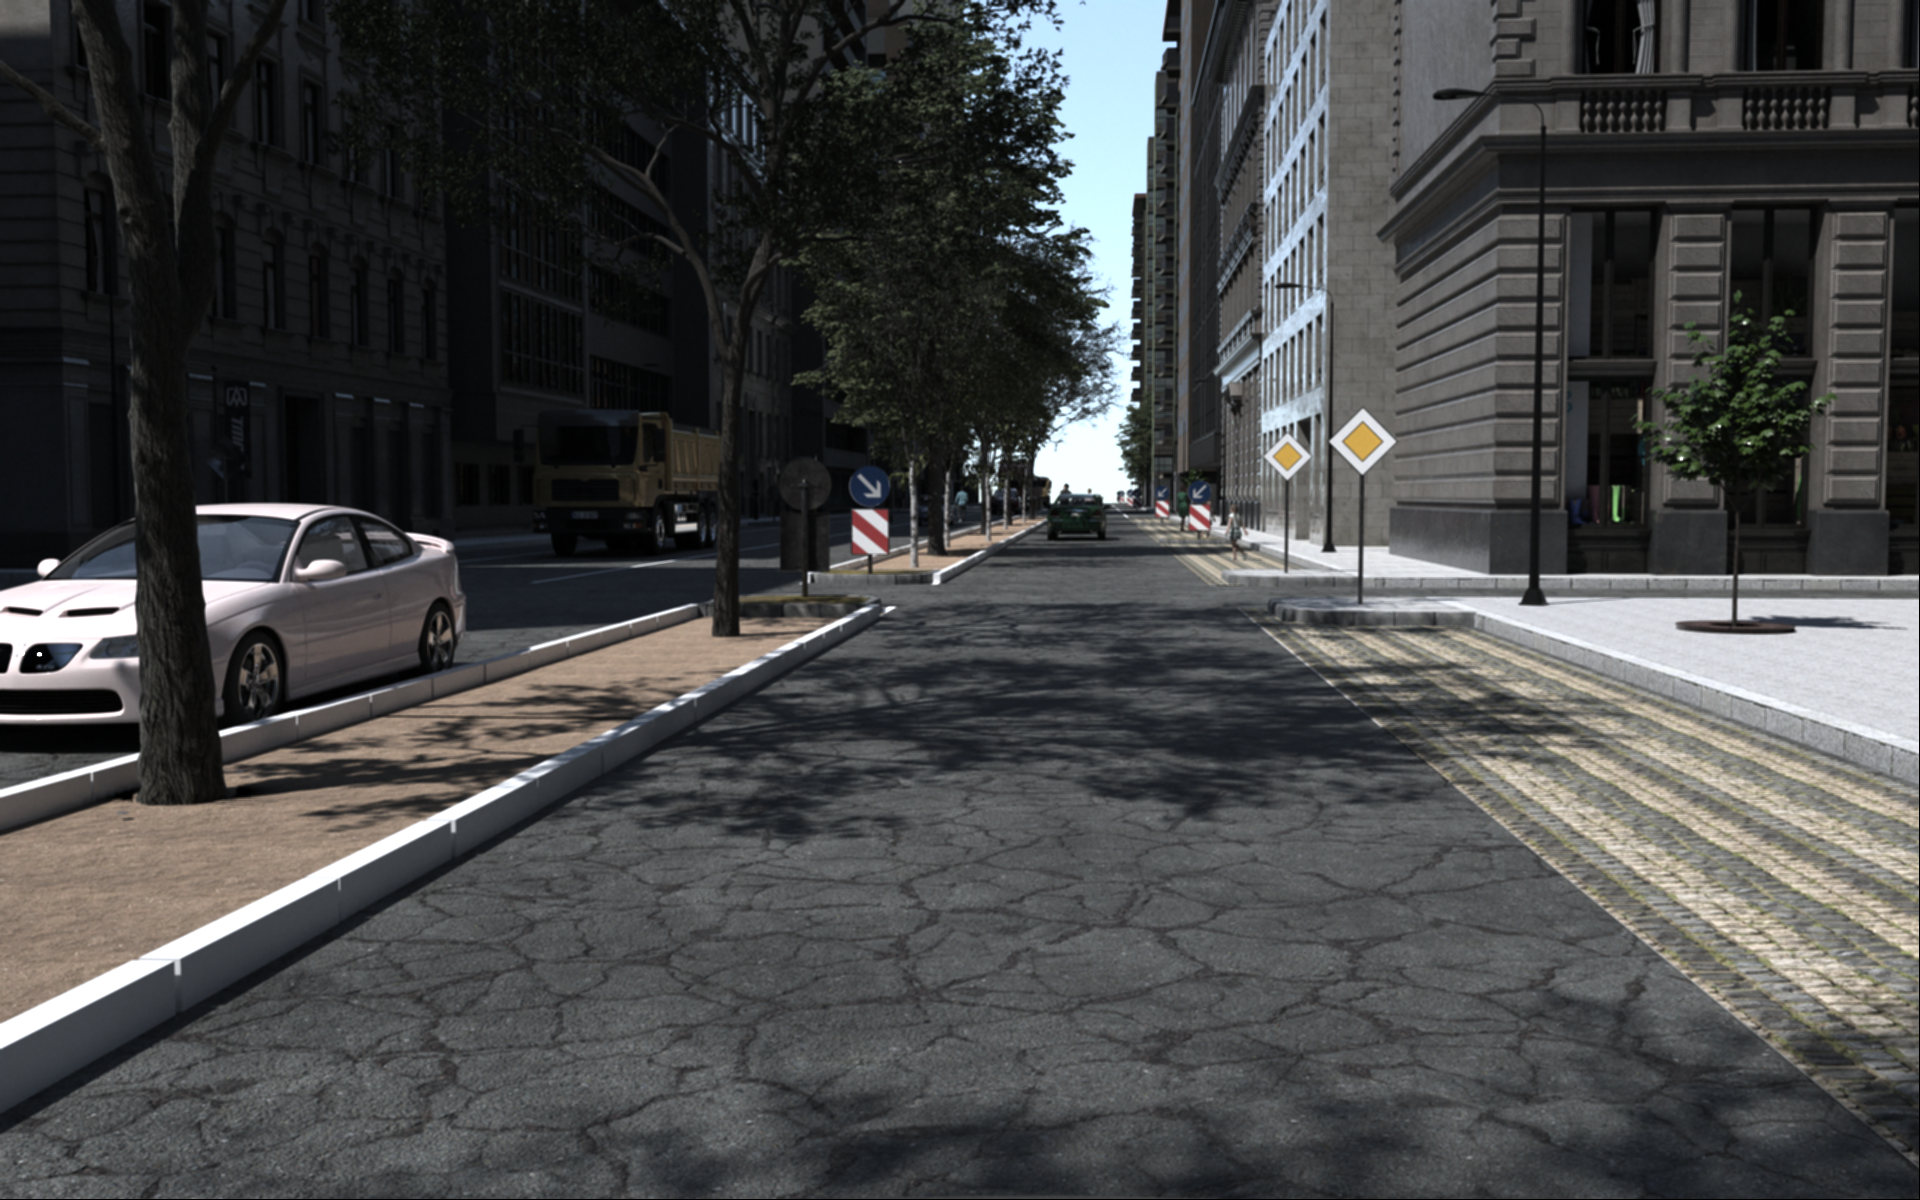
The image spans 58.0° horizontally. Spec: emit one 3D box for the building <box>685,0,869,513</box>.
[{"bbox_3d":[-18.101,-30.075,115.424,21.300,48.544,21.600,0,4,5],"label":"building"}]

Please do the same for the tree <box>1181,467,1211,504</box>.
[{"bbox_3d":[14.093,-6.743,104.852,1.663,3.219,1.824,0,3,0],"label":"tree"}]

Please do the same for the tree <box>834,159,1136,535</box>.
[{"bbox_3d":[0.849,-9.001,60.000,12.009,13.543,11.850,0,3,0],"label":"tree"}]

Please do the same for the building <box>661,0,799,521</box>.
[{"bbox_3d":[-16.492,-17.929,90.397,12.463,27.353,25.104,0,4,5],"label":"building"}]

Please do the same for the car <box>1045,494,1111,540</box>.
[{"bbox_3d":[3.740,-2.654,55.189,2.131,1.459,4.920,0,4,5],"label":"car"}]

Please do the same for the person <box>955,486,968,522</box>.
[{"bbox_3d":[0.085,-4.827,87.440,0.660,1.820,0.620,-1,4,-11],"label":"person"}]

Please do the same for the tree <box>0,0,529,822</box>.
[{"bbox_3d":[-3.739,-4.873,7.894,9.928,11.665,9.643,0,3,0],"label":"tree"}]

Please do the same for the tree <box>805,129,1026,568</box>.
[{"bbox_3d":[-0.888,-4.910,33.098,4.360,8.622,3.978,0,3,0],"label":"tree"}]

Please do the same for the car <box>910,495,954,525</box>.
[{"bbox_3d":[-1.236,-4.109,79.184,2.014,1.417,4.499,0,4,4],"label":"car"}]

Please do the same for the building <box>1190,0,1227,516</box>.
[{"bbox_3d":[19.798,-18.147,90.203,14.314,27.812,24.014,0,4,5],"label":"building"}]

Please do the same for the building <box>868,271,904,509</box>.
[{"bbox_3d":[-19.948,-18.143,141.678,27.650,21.520,28.899,0,4,5],"label":"building"}]

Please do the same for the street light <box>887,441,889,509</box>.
[{"bbox_3d":[-5.274,-10.150,138.497,1.470,5.913,1.316,0,4,5],"label":"street light"}]

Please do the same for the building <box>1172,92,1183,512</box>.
[{"bbox_3d":[22.687,-21.750,127.315,14.160,30.474,14.107,0,4,5],"label":"building"}]

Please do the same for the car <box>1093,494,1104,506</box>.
[{"bbox_3d":[16.627,-12.304,212.960,2.131,1.459,4.920,0,4,6],"label":"car"}]

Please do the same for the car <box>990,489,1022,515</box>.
[{"bbox_3d":[3.219,-6.907,121.605,2.281,1.827,5.304,0,4,5],"label":"car"}]

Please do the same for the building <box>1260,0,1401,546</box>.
[{"bbox_3d":[14.781,-11.938,49.942,10.420,20.320,16.860,0,4,5],"label":"building"}]

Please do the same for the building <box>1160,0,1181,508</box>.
[{"bbox_3d":[28.354,-30.172,147.943,22.147,44.769,28.867,0,4,5],"label":"building"}]

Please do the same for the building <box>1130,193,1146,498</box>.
[{"bbox_3d":[35.399,-36.181,246.181,22.147,44.769,28.867,0,4,5],"label":"building"}]

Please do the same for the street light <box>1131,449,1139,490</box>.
[{"bbox_3d":[18.756,-12.636,179.131,1.470,5.913,1.316,0,4,5],"label":"street light"}]

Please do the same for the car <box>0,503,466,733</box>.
[{"bbox_3d":[-4.950,0.033,11.820,2.083,1.381,4.827,0,4,5],"label":"car"}]

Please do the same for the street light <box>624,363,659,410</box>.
[{"bbox_3d":[-11.362,-5.447,61.595,1.470,5.913,1.316,0,4,5],"label":"street light"}]

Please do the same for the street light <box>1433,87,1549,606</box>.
[{"bbox_3d":[6.107,-2.898,19.929,1.470,5.913,1.316,0,4,5],"label":"street light"}]

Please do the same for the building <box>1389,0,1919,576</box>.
[{"bbox_3d":[18.017,-12.355,30.886,19.941,23.489,11.050,0,4,5],"label":"building"}]

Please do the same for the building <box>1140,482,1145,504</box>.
[{"bbox_3d":[39.151,-32.236,218.939,32.217,40.220,23.993,0,4,5],"label":"building"}]

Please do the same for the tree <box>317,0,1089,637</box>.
[{"bbox_3d":[-2.398,-4.882,16.695,8.767,10.594,7.601,0,4,5],"label":"tree"}]

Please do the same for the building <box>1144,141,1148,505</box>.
[{"bbox_3d":[28.495,-31.613,200.473,14.154,41.232,14.086,0,4,5],"label":"building"}]

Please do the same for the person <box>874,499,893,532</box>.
[{"bbox_3d":[-2.907,-3.363,63.455,0.822,1.834,0.622,0,4,6],"label":"person"}]

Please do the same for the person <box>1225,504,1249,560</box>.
[{"bbox_3d":[5.908,-1.442,37.096,0.505,1.210,0.382,-3,5,-43],"label":"person"}]

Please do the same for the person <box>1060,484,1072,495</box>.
[{"bbox_3d":[4.129,-3.727,69.239,0.655,1.846,0.447,-2,4,-31],"label":"person"}]

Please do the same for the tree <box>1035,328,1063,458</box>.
[{"bbox_3d":[1.812,-7.133,69.451,4.737,8.622,4.395,0,3,0],"label":"tree"}]

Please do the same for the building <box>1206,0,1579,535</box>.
[{"bbox_3d":[15.876,-14.663,68.616,11.050,23.489,19.941,0,4,5],"label":"building"}]

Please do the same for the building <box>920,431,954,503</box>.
[{"bbox_3d":[-8.267,-25.905,195.250,14.160,30.474,14.107,0,4,5],"label":"building"}]

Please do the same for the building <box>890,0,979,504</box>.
[{"bbox_3d":[-7.819,-49.129,241.514,20.563,71.187,20.611,0,4,5],"label":"building"}]

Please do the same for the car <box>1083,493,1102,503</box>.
[{"bbox_3d":[7.242,-5.571,100.873,2.009,1.686,4.222,0,4,6],"label":"car"}]

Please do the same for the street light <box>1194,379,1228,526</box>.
[{"bbox_3d":[10.140,-5.959,69.970,1.470,5.913,1.316,0,4,5],"label":"street light"}]

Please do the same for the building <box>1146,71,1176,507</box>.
[{"bbox_3d":[26.033,-29.790,170.667,14.154,41.232,14.086,0,4,5],"label":"building"}]

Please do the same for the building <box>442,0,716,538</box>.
[{"bbox_3d":[-18.977,-14.880,62.347,14.314,24.678,30.058,0,4,5],"label":"building"}]

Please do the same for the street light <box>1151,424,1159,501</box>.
[{"bbox_3d":[13.624,-8.712,114.976,1.470,5.913,1.316,0,4,5],"label":"street light"}]

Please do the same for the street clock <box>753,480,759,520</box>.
[{"bbox_3d":[-10.150,-4.992,86.196,0.358,2.002,0.471,0,4,5],"label":"street clock"}]

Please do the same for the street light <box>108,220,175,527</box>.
[{"bbox_3d":[-13.899,-3.484,29.509,1.470,5.913,1.316,0,4,5],"label":"street light"}]

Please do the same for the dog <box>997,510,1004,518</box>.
[{"bbox_3d":[2.491,-5.141,103.336,0.406,0.507,0.540,3,5,40],"label":"dog"}]

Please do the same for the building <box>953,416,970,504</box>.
[{"bbox_3d":[-10.295,-34.413,217.278,22.147,44.769,28.867,0,4,5],"label":"building"}]

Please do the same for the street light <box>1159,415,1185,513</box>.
[{"bbox_3d":[12.626,-7.904,101.775,1.470,5.913,1.316,0,4,5],"label":"street light"}]

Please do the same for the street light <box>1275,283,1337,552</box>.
[{"bbox_3d":[7.620,-4.014,38.167,1.470,5.913,1.316,0,4,5],"label":"street light"}]

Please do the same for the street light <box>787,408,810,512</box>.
[{"bbox_3d":[-8.759,-7.391,93.391,1.470,5.913,1.316,0,4,5],"label":"street light"}]

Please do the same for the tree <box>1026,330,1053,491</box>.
[{"bbox_3d":[0.864,-6.057,51.853,4.360,8.622,3.978,0,3,0],"label":"tree"}]

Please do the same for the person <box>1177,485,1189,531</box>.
[{"bbox_3d":[8.585,-3.546,66.717,0.600,1.795,0.529,2,4,32],"label":"person"}]

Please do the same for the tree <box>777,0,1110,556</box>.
[{"bbox_3d":[-0.484,-7.269,39.438,7.486,12.596,7.792,0,3,0],"label":"tree"}]

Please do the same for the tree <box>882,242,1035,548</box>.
[{"bbox_3d":[-0.368,-5.716,46.274,4.737,8.622,4.395,0,3,0],"label":"tree"}]

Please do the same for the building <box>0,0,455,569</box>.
[{"bbox_3d":[-19.210,-11.568,38.284,9.793,20.994,18.267,0,4,5],"label":"building"}]

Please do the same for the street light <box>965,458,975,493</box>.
[{"bbox_3d":[1.276,-15.200,221.055,1.470,5.913,1.316,0,4,5],"label":"street light"}]

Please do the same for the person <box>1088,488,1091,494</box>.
[{"bbox_3d":[6.991,-5.083,92.279,0.731,1.740,0.598,1,4,10],"label":"person"}]

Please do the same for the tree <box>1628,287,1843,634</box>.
[{"bbox_3d":[7.357,-1.333,16.391,1.663,3.219,1.824,0,3,0],"label":"tree"}]

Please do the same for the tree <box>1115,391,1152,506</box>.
[{"bbox_3d":[20.656,-16.613,189.742,7.486,12.596,7.792,0,3,0],"label":"tree"}]

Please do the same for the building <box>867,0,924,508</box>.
[{"bbox_3d":[-10.948,-31.297,161.812,14.600,45.320,14.200,0,4,5],"label":"building"}]

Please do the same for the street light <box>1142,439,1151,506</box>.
[{"bbox_3d":[16.357,-10.689,147.303,1.470,5.913,1.316,0,4,5],"label":"street light"}]

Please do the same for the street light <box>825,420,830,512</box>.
[{"bbox_3d":[-7.743,-8.164,106.022,1.470,5.913,1.316,0,4,5],"label":"street light"}]

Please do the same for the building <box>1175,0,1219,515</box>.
[{"bbox_3d":[21.581,-28.298,112.777,14.600,45.320,14.200,0,4,5],"label":"building"}]

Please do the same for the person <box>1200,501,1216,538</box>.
[{"bbox_3d":[7.771,-2.495,54.306,0.505,1.210,0.382,-2,4,-35],"label":"person"}]
